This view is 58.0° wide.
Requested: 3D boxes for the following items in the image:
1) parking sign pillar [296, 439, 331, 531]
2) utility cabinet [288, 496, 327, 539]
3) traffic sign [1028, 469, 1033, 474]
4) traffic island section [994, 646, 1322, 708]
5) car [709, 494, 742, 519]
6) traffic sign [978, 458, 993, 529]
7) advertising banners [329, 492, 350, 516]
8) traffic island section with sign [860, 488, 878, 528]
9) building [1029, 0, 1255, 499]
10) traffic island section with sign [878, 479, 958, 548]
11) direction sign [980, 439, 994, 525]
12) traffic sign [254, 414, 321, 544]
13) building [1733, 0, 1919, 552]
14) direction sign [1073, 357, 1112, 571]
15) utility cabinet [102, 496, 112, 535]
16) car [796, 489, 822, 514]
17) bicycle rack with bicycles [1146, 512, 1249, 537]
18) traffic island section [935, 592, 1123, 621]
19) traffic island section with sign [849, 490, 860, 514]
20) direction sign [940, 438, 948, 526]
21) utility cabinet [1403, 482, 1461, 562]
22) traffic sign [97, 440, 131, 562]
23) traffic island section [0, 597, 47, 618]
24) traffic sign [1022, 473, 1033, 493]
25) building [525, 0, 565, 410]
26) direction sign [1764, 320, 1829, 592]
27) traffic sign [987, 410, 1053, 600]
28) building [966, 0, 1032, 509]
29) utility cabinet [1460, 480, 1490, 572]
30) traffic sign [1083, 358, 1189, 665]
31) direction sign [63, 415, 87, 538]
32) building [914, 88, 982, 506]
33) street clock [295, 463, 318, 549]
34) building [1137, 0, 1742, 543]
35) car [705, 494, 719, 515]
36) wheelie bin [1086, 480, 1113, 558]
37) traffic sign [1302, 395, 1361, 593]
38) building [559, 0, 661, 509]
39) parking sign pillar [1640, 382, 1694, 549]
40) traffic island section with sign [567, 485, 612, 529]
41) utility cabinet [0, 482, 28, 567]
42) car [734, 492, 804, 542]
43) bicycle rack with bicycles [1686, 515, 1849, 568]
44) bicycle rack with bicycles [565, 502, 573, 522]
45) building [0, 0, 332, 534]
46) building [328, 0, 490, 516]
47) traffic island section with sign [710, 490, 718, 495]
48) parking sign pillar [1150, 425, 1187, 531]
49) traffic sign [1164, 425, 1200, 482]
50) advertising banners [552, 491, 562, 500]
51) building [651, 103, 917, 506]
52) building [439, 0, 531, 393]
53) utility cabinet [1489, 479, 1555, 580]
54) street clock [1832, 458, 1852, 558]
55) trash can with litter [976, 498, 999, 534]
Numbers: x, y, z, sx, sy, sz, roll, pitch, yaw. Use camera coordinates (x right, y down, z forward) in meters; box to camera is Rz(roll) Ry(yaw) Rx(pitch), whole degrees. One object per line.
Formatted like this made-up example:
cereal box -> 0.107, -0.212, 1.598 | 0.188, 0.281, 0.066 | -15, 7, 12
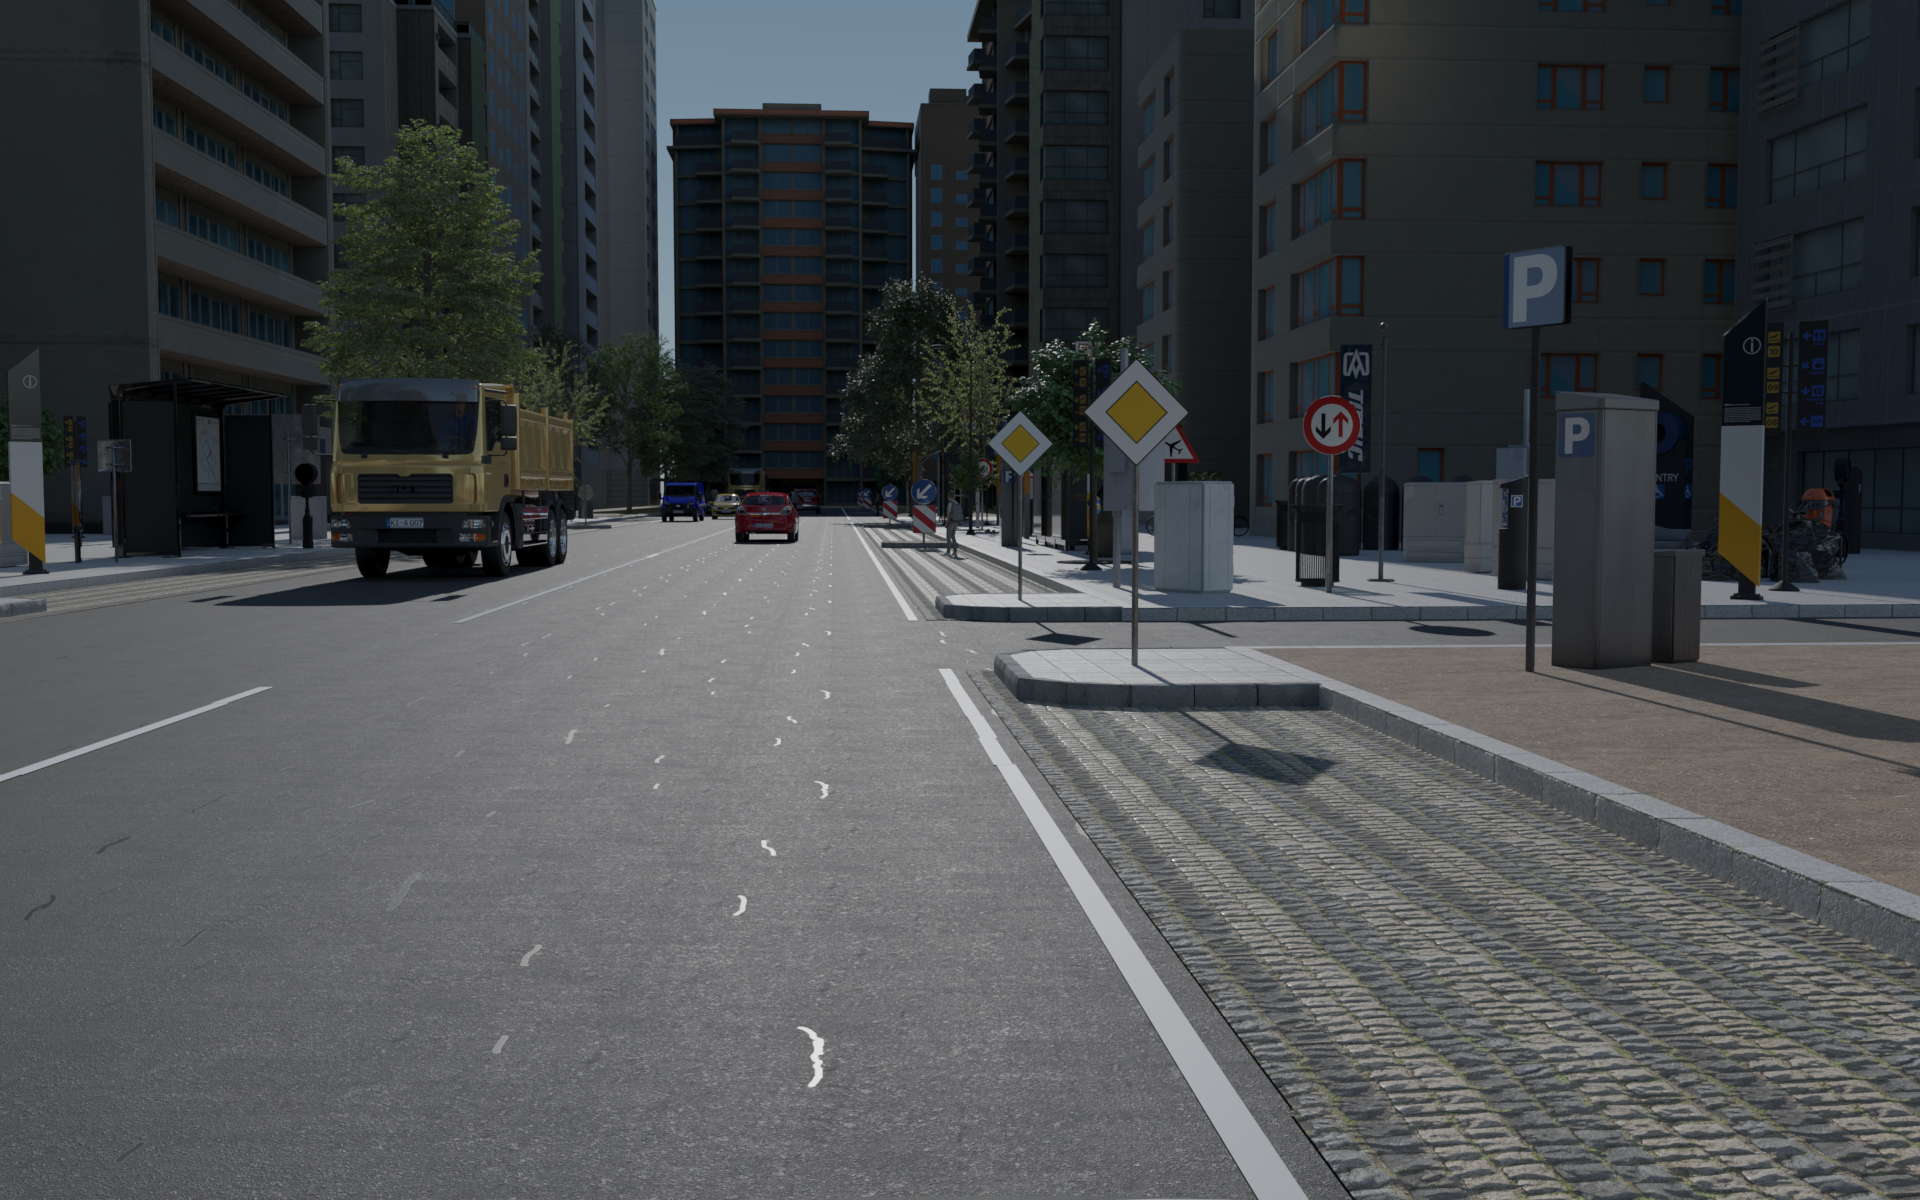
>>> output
parking sign pillar -> -22.779, -4.422, 60.766 | 1.447, 3.967, 1.447 | 3, 4, 39
utility cabinet -> -18.609, -2.339, 49.405 | 1.020, 1.237, 0.306 | 0, 4, 5
traffic sign -> 2.239, -2.977, 48.780 | 0.768, 2.556, 0.104 | 0, 4, 2
traffic island section -> 1.329, 0.567, 13.003 | 2.009, 0.180, 2.903 | 0, 4, -4
car -> -13.333, -5.453, 99.382 | 2.015, 1.641, 3.980 | 0, 4, -5
traffic sign -> 0.789, -3.766, 61.678 | 0.768, 2.556, 0.104 | 0, 4, 4
advertising banners -> -23.661, -4.332, 67.017 | 0.090, 3.025, 2.074 | 1, 4, 21
traffic island section with sign -> -3.101, -3.965, 73.458 | 1.989, 1.847, 2.006 | 0, 4, -4
building -> 11.040, -20.559, 107.840 | 14.160, 30.474, 14.107 | 0, 4, -4
traffic island section with sign -> -1.109, -2.303, 46.274 | 1.989, 1.847, 2.006 | 0, 4, -4
direction sign -> 1.111, -4.831, 70.987 | 0.379, 3.537, 0.876 | 3, 5, 41
traffic sign -> -17.474, -3.083, 44.284 | 2.265, 3.308, 0.079 | 0, 4, 2
building -> 27.347, -21.650, 37.568 | 14.086, 41.232, 14.154 | 0, 4, -4
direction sign -> 2.214, -2.270, 29.119 | 0.379, 3.537, 0.876 | -3, 5, -41
utility cabinet -> -26.359, -2.641, 54.338 | 1.020, 1.237, 0.306 | 1, 4, 12
car -> -11.165, -7.172, 125.938 | 2.281, 1.827, 5.304 | 0, 4, -6
bicycle rack with bicycles -> 7.413, -2.415, 52.874 | 2.925, 0.926, 2.852 | 2, 4, 24
traffic island section -> 0.746, 0.080, 20.967 | 2.009, 0.180, 2.903 | 0, 4, -4
traffic island section with sign -> -6.738, -7.005, 123.156 | 1.989, 1.847, 2.006 | 0, 4, -4
direction sign -> -0.615, -4.771, 69.996 | 0.379, 3.537, 0.876 | 1, 4, 17
utility cabinet -> 8.936, -1.456, 32.484 | 1.173, 1.500, 0.318 | 1, 4, 22
traffic sign -> -15.857, -1.858, 32.501 | 0.606, 2.300, 0.079 | 0, 4, -2
traffic island section -> -12.012, 0.137, 20.041 | 2.009, 0.180, 2.903 | 0, 4, -4
traffic sign -> 2.154, -3.557, 58.164 | 0.884, 2.594, 0.081 | 0, 4, 1
building -> -37.646, -27.235, 128.893 | 14.154, 41.232, 14.086 | 0, 4, -4
direction sign -> 10.929, -1.887, 22.857 | 0.876, 3.537, 0.379 | 2, 4, 35
traffic sign -> 0.723, -1.055, 20.888 | 0.795, 2.450, 0.064 | 0, 4, -4
building -> 12.026, -30.282, 149.731 | 22.147, 44.769, 28.867 | 0, 4, -4
utility cabinet -> 8.731, -1.209, 28.448 | 1.173, 1.500, 0.318 | -3, 5, -42
traffic sign -> 1.306, -0.568, 12.924 | 0.795, 2.450, 0.064 | 0, 4, -4
direction sign -> -25.694, -3.570, 50.372 | 0.379, 3.537, 0.876 | 1, 4, 12
building -> 2.344, -33.330, 195.055 | 14.200, 45.320, 14.600 | 0, 4, -4
street clock -> -15.365, -2.214, 40.761 | 0.471, 2.002, 0.358 | 0, 4, 4
building -> 22.374, -13.158, 60.172 | 27.650, 21.520, 28.899 | 0, 4, -4
car -> -16.683, -6.752, 120.186 | 2.009, 1.686, 4.222 | 0, 4, -2
wheelie bin -> 2.929, -1.657, 34.995 | 0.693, 1.594, 0.980 | 1, 4, 9
traffic sign -> 4.794, -1.366, 22.437 | 0.768, 2.556, 0.104 | 0, 4, -4
building -> -48.236, -39.857, 193.655 | 28.212, 58.520, 21.231 | 0, 4, -4
parking sign pillar -> 16.669, -3.218, 41.089 | 1.447, 3.967, 1.447 | -3, 5, -40
traffic island section with sign -> -15.451, -3.845, 71.486 | 1.989, 1.847, 2.006 | 0, 4, -4
utility cabinet -> -16.763, -1.329, 30.401 | 0.318, 1.500, 1.173 | 0, 4, -7
car -> -5.904, -2.703, 53.228 | 2.155, 1.783, 4.494 | 0, 4, -3
bicycle rack with bicycles -> 14.429, -1.055, 30.639 | 2.925, 0.926, 2.852 | -1, 4, -13
bicycle rack with bicycles -> -19.173, -4.080, 80.088 | 2.852, 0.926, 2.925 | -1, 4, -18
building -> -37.274, -26.921, 63.858 | 21.300, 48.544, 21.600 | 0, 4, -4
building -> -35.769, -20.115, 100.588 | 14.160, 30.474, 14.107 | 0, 4, -4
traffic island section with sign -> -21.183, -8.630, 149.726 | 1.989, 1.847, 2.006 | 0, 4, -4
parking sign pillar -> 7.366, -4.402, 60.448 | 1.447, 3.967, 1.447 | -2, 4, -31
traffic sign -> 3.629, -1.804, 29.500 | 0.884, 2.594, 0.081 | 0, 4, 5
advertising banners -> -17.762, -4.921, 76.643 | 0.090, 3.025, 2.074 | 0, 4, 0
building -> -19.623, -33.176, 197.053 | 28.867, 44.769, 22.147 | 0, 4, -4
building -> -36.875, -28.413, 114.671 | 14.600, 45.320, 14.200 | 0, 4, -4
utility cabinet -> 8.588, -1.067, 26.117 | 0.318, 1.500, 1.173 | -2, 4, -30
street clock -> 17.749, -1.853, 34.871 | 0.358, 2.002, 0.471 | 3, 4, 38
trash can with litter -> 1.336, -2.789, 56.650 | 1.678, 1.210, 2.233 | -2, 4, -31
